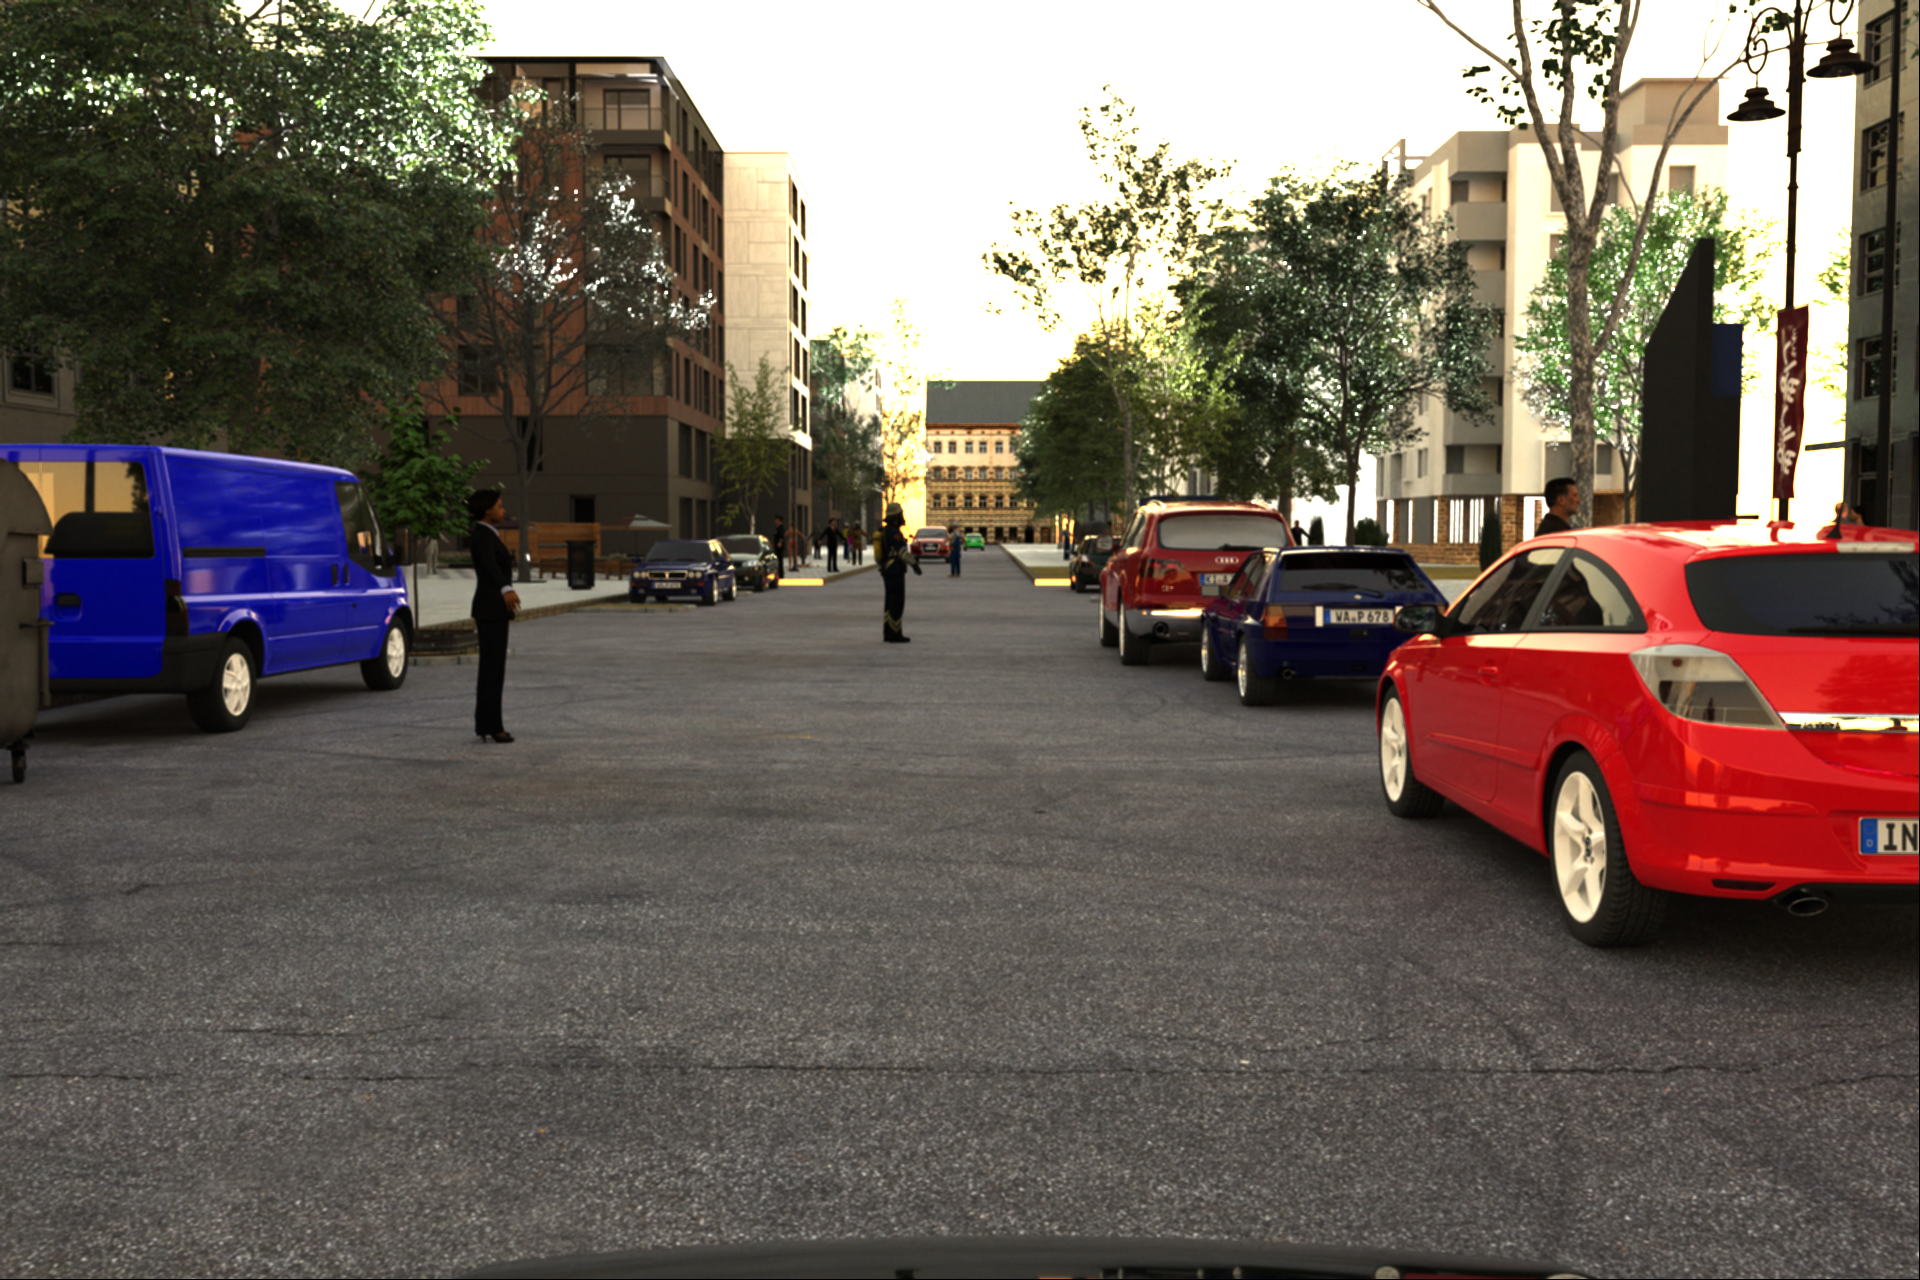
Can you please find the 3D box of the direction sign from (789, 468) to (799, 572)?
[{"bbox_3d":[-5.694,-4.121,59.374,0.379,3.537,0.876,0,4,1],"label":"direction sign"}]

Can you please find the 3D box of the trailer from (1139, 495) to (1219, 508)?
[{"bbox_3d":[3.394,-1.257,27.609,1.471,1.999,3.904,0,4,1],"label":"trailer"}]

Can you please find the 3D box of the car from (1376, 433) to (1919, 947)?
[{"bbox_3d":[3.062,0.096,7.477,2.155,1.783,4.494,0,4,1],"label":"car"}]

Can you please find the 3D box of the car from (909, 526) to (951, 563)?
[{"bbox_3d":[-1.388,-4.735,86.090,2.281,1.827,5.304,0,4,1],"label":"car"}]

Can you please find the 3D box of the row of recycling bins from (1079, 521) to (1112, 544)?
[{"bbox_3d":[4.242,-2.930,55.018,1.069,1.692,3.534,0,4,1],"label":"row of recycling bins"}]

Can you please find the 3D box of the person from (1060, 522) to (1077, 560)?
[{"bbox_3d":[5.241,-4.801,84.359,0.705,1.847,1.347,-2,4,-32],"label":"person"}]

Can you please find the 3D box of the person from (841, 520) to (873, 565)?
[{"bbox_3d":[-4.257,-4.035,71.736,1.354,1.858,0.705,0,4,-1],"label":"person"}]

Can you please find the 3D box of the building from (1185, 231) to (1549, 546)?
[{"bbox_3d":[24.524,-14.875,109.656,16.747,18.905,31.486,0,4,1],"label":"building"}]

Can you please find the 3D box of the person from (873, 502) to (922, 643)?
[{"bbox_3d":[-0.847,-0.902,22.984,0.705,1.856,1.354,-1,4,-22],"label":"person"}]

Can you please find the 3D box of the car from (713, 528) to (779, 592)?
[{"bbox_3d":[-5.671,-2.106,44.223,2.009,1.686,4.222,0,4,1],"label":"car"}]

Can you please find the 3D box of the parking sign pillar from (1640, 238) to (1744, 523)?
[{"bbox_3d":[6.940,-1.715,16.511,1.447,3.967,1.447,0,4,1],"label":"parking sign pillar"}]

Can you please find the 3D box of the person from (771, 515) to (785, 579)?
[{"bbox_3d":[-5.202,-2.668,49.563,0.705,1.837,1.347,-1,4,-15],"label":"person"}]

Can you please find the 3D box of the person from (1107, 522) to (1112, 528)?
[{"bbox_3d":[6.612,-4.290,76.286,0.704,1.843,1.345,0,4,2],"label":"person"}]

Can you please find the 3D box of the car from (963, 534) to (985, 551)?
[{"bbox_3d":[1.171,-8.526,148.192,1.959,1.807,4.718,0,4,1],"label":"car"}]

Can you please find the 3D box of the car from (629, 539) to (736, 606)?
[{"bbox_3d":[-5.725,-1.430,35.953,1.945,1.354,3.894,0,4,1],"label":"car"}]

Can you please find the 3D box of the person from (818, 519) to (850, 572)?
[{"bbox_3d":[-4.298,-3.203,58.562,1.347,1.806,0.705,-3,5,-42],"label":"person"}]

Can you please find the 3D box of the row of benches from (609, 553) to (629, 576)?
[{"bbox_3d":[-10.771,-2.391,54.563,1.422,0.672,4.104,-1,4,-11],"label":"row of benches"}]

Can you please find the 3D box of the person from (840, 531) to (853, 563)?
[{"bbox_3d":[-4.882,-4.146,77.059,0.991,1.433,0.599,-2,4,-27],"label":"person"}]

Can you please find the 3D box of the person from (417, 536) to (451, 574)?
[{"bbox_3d":[-16.775,-2.990,55.066,0.705,1.806,1.347,2,4,29],"label":"person"}]

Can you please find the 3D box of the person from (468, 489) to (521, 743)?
[{"bbox_3d":[-3.172,-0.173,12.004,0.721,1.740,1.216,-1,4,-20],"label":"person"}]

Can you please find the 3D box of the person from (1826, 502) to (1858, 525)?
[{"bbox_3d":[12.963,-1.158,25.530,0.434,1.755,0.990,-3,4,-39],"label":"person"}]

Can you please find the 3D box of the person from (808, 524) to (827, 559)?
[{"bbox_3d":[-7.288,-5.058,88.827,1.348,1.813,0.705,2,4,34],"label":"person"}]

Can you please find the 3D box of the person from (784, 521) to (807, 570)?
[{"bbox_3d":[-5.961,-3.338,61.387,1.217,1.733,0.721,-2,4,-28],"label":"person"}]

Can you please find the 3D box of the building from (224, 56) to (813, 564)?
[{"bbox_3d":[-23.117,-15.091,90.705,27.936,21.610,32.646,0,3,0],"label":"building"}]

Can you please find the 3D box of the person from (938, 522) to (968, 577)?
[{"bbox_3d":[-0.179,-3.033,57.910,0.705,1.847,1.347,3,5,45],"label":"person"}]

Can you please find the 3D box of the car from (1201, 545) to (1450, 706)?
[{"bbox_3d":[3.223,-0.193,15.742,1.945,1.354,3.894,0,4,1],"label":"car"}]

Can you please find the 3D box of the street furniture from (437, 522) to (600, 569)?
[{"bbox_3d":[-17.789,-3.773,68.546,11.010,1.723,9.812,-1,4,-20],"label":"street furniture"}]

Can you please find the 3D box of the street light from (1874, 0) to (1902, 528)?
[{"bbox_3d":[7.155,-2.433,12.321,1.470,5.913,1.316,0,4,1],"label":"street light"}]

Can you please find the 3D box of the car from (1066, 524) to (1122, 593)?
[{"bbox_3d":[3.684,-2.061,43.477,2.009,1.686,4.222,0,4,1],"label":"car"}]

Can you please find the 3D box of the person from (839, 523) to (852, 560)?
[{"bbox_3d":[-5.687,-4.982,87.424,1.349,1.833,0.705,3,5,44],"label":"person"}]

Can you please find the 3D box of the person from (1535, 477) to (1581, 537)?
[{"bbox_3d":[4.068,-0.190,11.693,0.704,1.812,1.346,1,4,14],"label":"person"}]

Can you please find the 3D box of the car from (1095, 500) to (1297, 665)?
[{"bbox_3d":[2.782,-0.719,20.433,2.281,1.827,5.304,0,4,1],"label":"car"}]

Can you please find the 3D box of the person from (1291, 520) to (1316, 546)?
[{"bbox_3d":[12.396,-3.514,63.672,1.346,1.802,0.704,0,4,-5],"label":"person"}]

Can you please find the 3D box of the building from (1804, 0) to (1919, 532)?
[{"bbox_3d":[25.977,-12.954,30.219,11.959,24.771,22.079,0,4,1],"label":"building"}]

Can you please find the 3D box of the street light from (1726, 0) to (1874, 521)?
[{"bbox_3d":[6.707,-2.522,14.015,0.468,5.910,1.993,0,4,1],"label":"street light"}]

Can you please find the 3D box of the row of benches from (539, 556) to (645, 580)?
[{"bbox_3d":[-10.107,-2.048,48.952,4.104,0.672,1.422,2,4,28],"label":"row of benches"}]

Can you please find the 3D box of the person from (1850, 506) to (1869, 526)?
[{"bbox_3d":[14.199,-1.274,27.633,0.721,1.737,1.217,1,4,21],"label":"person"}]
